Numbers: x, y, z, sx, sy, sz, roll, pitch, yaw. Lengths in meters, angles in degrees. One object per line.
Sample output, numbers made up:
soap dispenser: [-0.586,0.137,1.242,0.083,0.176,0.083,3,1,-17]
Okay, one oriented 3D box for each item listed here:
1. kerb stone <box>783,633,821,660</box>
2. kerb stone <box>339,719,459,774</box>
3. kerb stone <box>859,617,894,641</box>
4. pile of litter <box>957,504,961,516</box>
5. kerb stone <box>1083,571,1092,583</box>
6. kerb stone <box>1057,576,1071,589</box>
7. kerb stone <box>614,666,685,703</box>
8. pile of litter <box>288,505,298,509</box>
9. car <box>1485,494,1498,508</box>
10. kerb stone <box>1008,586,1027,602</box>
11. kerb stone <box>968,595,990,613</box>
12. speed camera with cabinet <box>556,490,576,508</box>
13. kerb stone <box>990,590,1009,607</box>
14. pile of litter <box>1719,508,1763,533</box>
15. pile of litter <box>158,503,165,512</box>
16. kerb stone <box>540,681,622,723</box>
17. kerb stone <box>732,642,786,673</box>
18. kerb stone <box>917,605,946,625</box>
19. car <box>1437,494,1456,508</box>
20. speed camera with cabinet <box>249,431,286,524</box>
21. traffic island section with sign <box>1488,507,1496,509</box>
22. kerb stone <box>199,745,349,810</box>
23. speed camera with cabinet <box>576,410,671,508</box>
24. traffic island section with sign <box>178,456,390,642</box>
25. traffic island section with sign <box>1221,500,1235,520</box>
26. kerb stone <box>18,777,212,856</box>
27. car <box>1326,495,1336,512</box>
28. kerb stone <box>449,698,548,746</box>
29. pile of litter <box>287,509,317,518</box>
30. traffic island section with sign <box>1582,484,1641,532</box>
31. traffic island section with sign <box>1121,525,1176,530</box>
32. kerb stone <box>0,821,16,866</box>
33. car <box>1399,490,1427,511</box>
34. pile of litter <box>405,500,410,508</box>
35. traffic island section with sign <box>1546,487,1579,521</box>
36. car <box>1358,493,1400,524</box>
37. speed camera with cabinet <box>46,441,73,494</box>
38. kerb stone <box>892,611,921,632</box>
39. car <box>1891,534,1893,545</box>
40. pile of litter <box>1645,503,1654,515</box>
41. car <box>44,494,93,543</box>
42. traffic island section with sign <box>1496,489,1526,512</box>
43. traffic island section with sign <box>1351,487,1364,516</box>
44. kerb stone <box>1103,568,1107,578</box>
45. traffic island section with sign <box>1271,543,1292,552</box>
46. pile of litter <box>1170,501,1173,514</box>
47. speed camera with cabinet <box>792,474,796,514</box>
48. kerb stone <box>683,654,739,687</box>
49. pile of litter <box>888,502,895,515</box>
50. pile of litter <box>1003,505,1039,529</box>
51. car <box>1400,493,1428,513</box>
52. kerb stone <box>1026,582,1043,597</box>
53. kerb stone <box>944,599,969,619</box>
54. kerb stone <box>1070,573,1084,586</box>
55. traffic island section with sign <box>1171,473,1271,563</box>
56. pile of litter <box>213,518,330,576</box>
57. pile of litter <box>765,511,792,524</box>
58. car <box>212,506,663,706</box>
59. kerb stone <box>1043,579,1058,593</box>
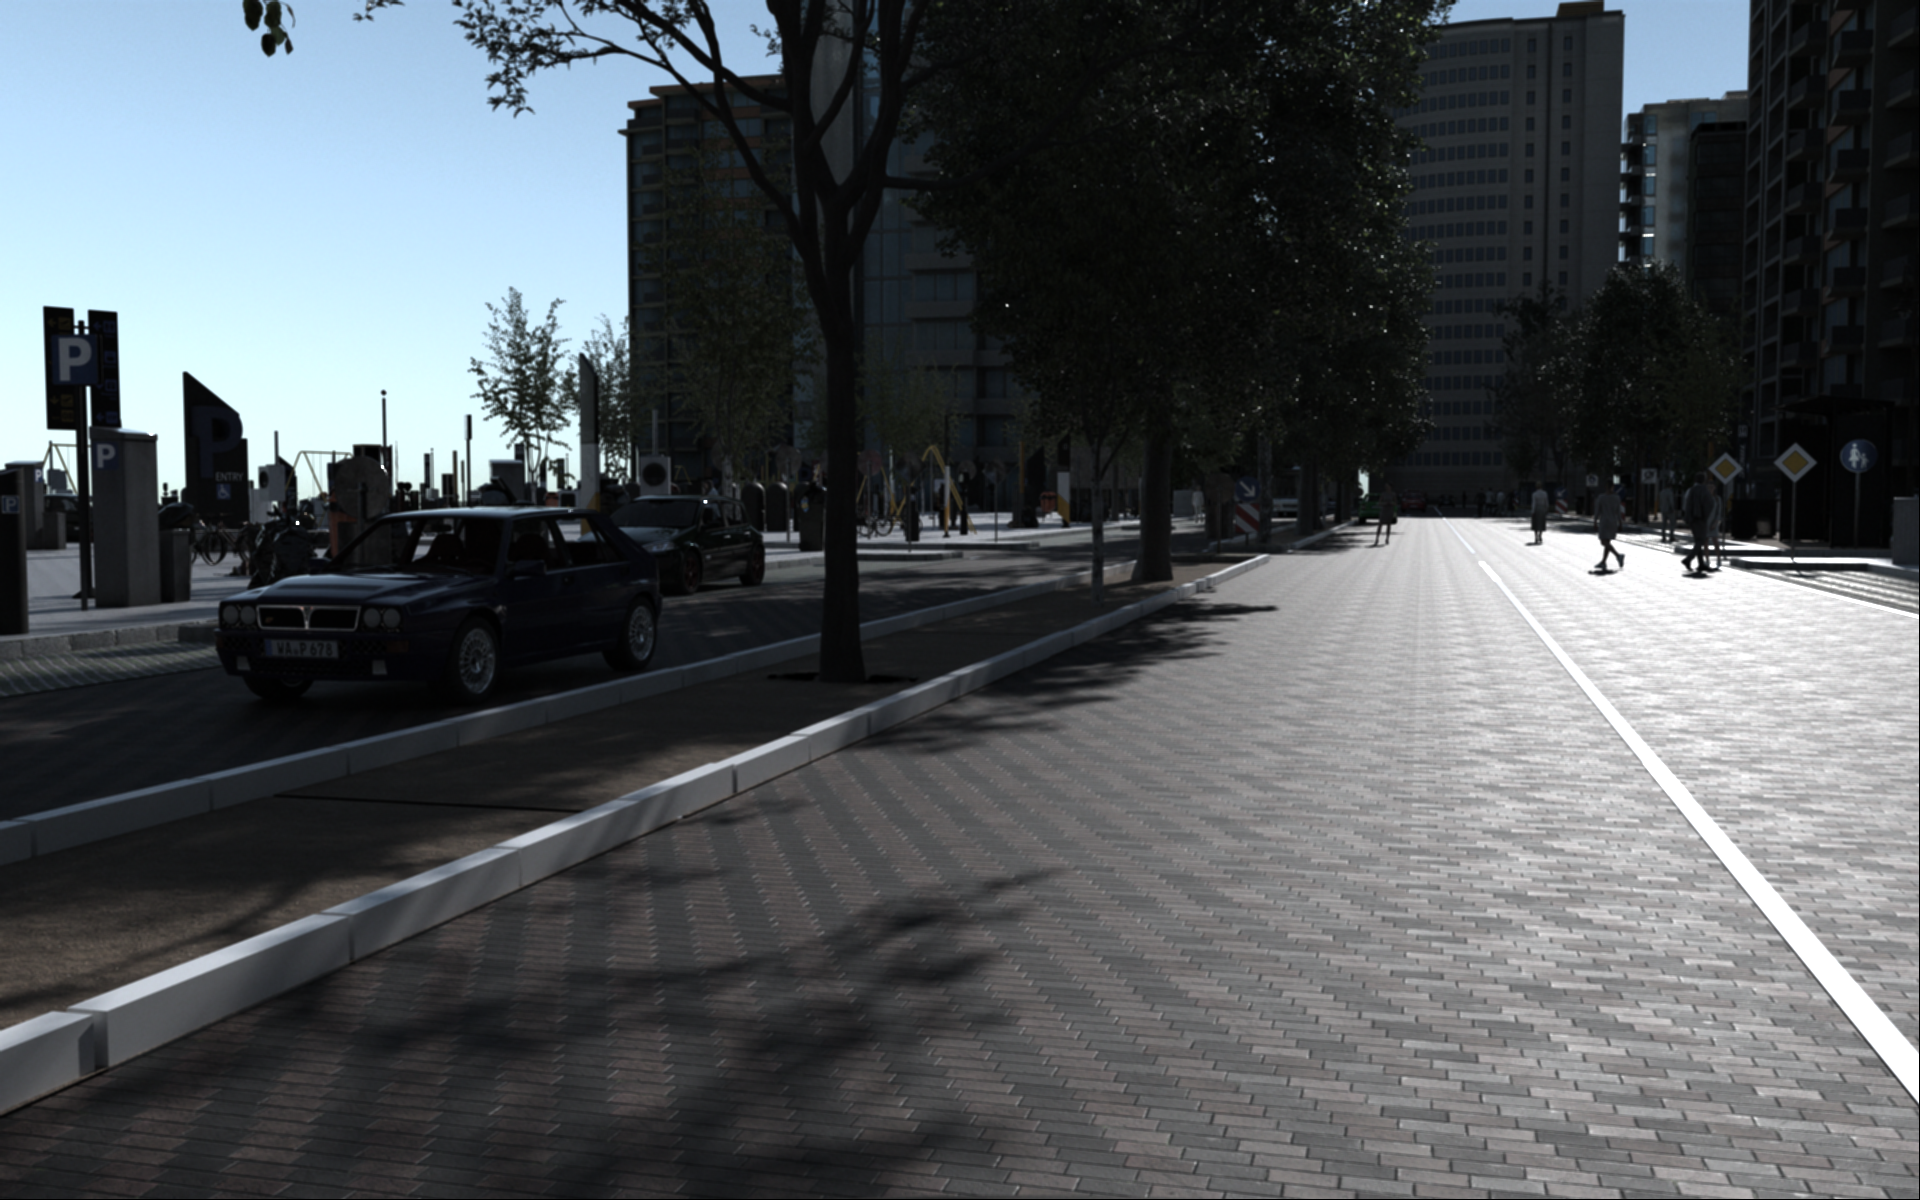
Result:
kerb stone: [-1.436,0.426,15.231,0.120,0.150,1.000,1,4,15]
kerb stone: [-3.020,0.792,9.280,0.120,0.150,1.000,1,4,15]
kerb stone: [-0.890,0.305,17.205,0.120,0.150,1.000,1,4,15]
pile of litter: [-0.084,-5.518,104.183,1.176,0.858,1.719,3,4,36]
kerb stone: [2.007,-0.361,28.105,0.120,0.150,1.000,1,4,15]
kerb stone: [1.482,-0.239,26.120,0.120,0.150,1.000,1,4,15]
kerb stone: [-2.229,0.608,12.258,0.120,0.150,1.000,1,4,15]
pile of litter: [-26.598,-3.327,68.354,1.176,0.858,1.719,-1,4,-10]
car: [52.266,-9.757,169.314,2.009,1.686,4.222,1,4,17]
kerb stone: [0.687,-0.058,23.143,0.120,0.150,1.000,1,4,15]
kerb stone: [0.160,0.063,21.162,0.120,0.150,1.000,1,4,15]
speed camera with cabinet: [-16.443,-4.958,75.398,2.038,3.252,0.660,0,4,3]
kerb stone: [0.422,0.009,22.151,0.120,0.150,1.000,1,4,15]
pile of litter: [25.845,-2.649,57.283,1.719,0.858,1.176,-1,4,-12]
pile of litter: [-37.115,-4.093,80.880,1.176,0.858,1.719,-3,5,-42]
kerb stone: [-2.491,0.669,11.262,0.120,0.150,1.000,1,4,15]
kerb stone: [-1.691,0.486,14.242,0.120,0.150,1.000,1,4,15]
kerb stone: [-0.378,0.184,19.190,0.120,0.150,1.000,1,4,15]
car: [51.829,-10.683,184.452,2.009,1.686,4.222,1,4,15]
speed camera with cabinet: [-22.028,-3.685,54.579,2.038,3.252,0.660,3,5,41]
traffic island section with sign: [51.546,-9.610,165.755,1.989,1.847,2.006,1,4,15]
kerb stone: [-3.290,0.853,8.294,0.120,0.150,1.000,1,4,15]
speed camera with cabinet: [-7.801,-2.816,40.382,2.038,3.252,0.660,0,4,-5]
traffic island section with sign: [-6.341,-0.535,17.374,1.989,1.847,2.006,1,4,15]
traffic island section with sign: [14.800,-5.368,96.397,1.989,1.847,2.006,1,4,15]
kerb stone: [-3.555,0.911,7.302,0.120,0.150,1.000,1,4,15]
car: [29.082,-7.471,134.729,1.945,1.354,3.894,1,4,16]
kerb stone: [-2.756,0.729,10.275,0.120,0.150,1.000,1,4,15]
pile of litter: [-15.443,-1.656,41.041,1.719,0.858,1.176,0,4,5]
traffic island section with sign: [24.889,-3.519,66.171,1.989,1.847,2.006,1,4,15]
traffic island section with sign: [7.629,-3.729,69.593,1.989,1.847,2.006,1,4,15]
kerb stone: [-3.821,0.972,6.307,0.120,0.150,1.000,1,4,15]
car: [38.716,-8.521,147.991,2.281,1.827,5.304,1,4,13]
pile of litter: [-41.126,-6.987,128.207,1.719,0.858,1.176,-3,5,-42]
traffic island section with sign: [31.922,-5.126,92.439,1.989,1.847,2.006,1,4,15]
car: [20.371,-4.618,84.295,1.959,1.807,4.718,1,4,15]
speed camera with cabinet: [-33.115,-4.245,63.743,0.660,3.252,2.038,-2,4,-35]
kerb stone: [-0.636,0.250,18.201,0.120,0.150,1.000,1,4,15]
car: [22.087,-1.672,36.132,4.718,1.807,1.959,1,4,13]
pile of litter: [42.523,-5.698,107.132,1.176,0.858,1.719,3,4,37]
car: [-23.936,-2.285,47.147,4.222,1.686,2.009,1,4,15]
traffic island section with sign: [44.569,-8.018,139.715,1.989,1.847,2.006,1,4,15]
traffic island section with sign: [26.758,-6.624,116.444,2.006,1.907,1.989,1,4,15]
kerb stone: [2.275,-0.417,29.092,0.120,0.150,1.000,1,4,15]
traffic island section with sign: [7.342,-2.184,43.847,2.006,1.907,1.989,1,4,15]
pile of litter: [13.612,-5.991,111.913,1.719,0.858,1.176,2,4,32]
speed camera with cabinet: [-10.765,-7.200,112.058,0.660,3.252,2.038,0,4,7]
kerb stone: [-1.957,0.554,13.248,0.120,0.150,1.000,1,4,15]
pile of litter: [-3.948,-5.519,104.194,1.176,0.858,1.719,-3,5,-43]
pile of litter: [2.269,-3.120,64.985,1.719,0.858,1.176,-3,4,-39]
car: [35.039,-7.624,133.687,2.155,1.783,4.494,1,4,15]
kerb stone: [0.951,-0.119,24.136,0.120,0.150,1.000,1,4,15]
kerb stone: [-0.104,0.124,20.174,0.120,0.150,1.000,1,4,15]
kerb stone: [1.746,-0.301,27.117,0.120,0.150,1.000,1,4,15]
traffic island section with sign: [5.418,-1.747,36.694,2.006,1.907,1.989,1,4,15]
pile of litter: [-10.967,-0.825,27.458,1.719,0.858,1.176,2,4,25]
pile of litter: [-7.959,-3.666,73.911,1.719,0.858,1.176,-1,4,-13]
car: [-3.763,-0.032,13.111,1.945,1.354,3.894,1,4,16]
kerb stone: [1.217,-0.179,25.126,0.120,0.150,1.000,1,4,15]
